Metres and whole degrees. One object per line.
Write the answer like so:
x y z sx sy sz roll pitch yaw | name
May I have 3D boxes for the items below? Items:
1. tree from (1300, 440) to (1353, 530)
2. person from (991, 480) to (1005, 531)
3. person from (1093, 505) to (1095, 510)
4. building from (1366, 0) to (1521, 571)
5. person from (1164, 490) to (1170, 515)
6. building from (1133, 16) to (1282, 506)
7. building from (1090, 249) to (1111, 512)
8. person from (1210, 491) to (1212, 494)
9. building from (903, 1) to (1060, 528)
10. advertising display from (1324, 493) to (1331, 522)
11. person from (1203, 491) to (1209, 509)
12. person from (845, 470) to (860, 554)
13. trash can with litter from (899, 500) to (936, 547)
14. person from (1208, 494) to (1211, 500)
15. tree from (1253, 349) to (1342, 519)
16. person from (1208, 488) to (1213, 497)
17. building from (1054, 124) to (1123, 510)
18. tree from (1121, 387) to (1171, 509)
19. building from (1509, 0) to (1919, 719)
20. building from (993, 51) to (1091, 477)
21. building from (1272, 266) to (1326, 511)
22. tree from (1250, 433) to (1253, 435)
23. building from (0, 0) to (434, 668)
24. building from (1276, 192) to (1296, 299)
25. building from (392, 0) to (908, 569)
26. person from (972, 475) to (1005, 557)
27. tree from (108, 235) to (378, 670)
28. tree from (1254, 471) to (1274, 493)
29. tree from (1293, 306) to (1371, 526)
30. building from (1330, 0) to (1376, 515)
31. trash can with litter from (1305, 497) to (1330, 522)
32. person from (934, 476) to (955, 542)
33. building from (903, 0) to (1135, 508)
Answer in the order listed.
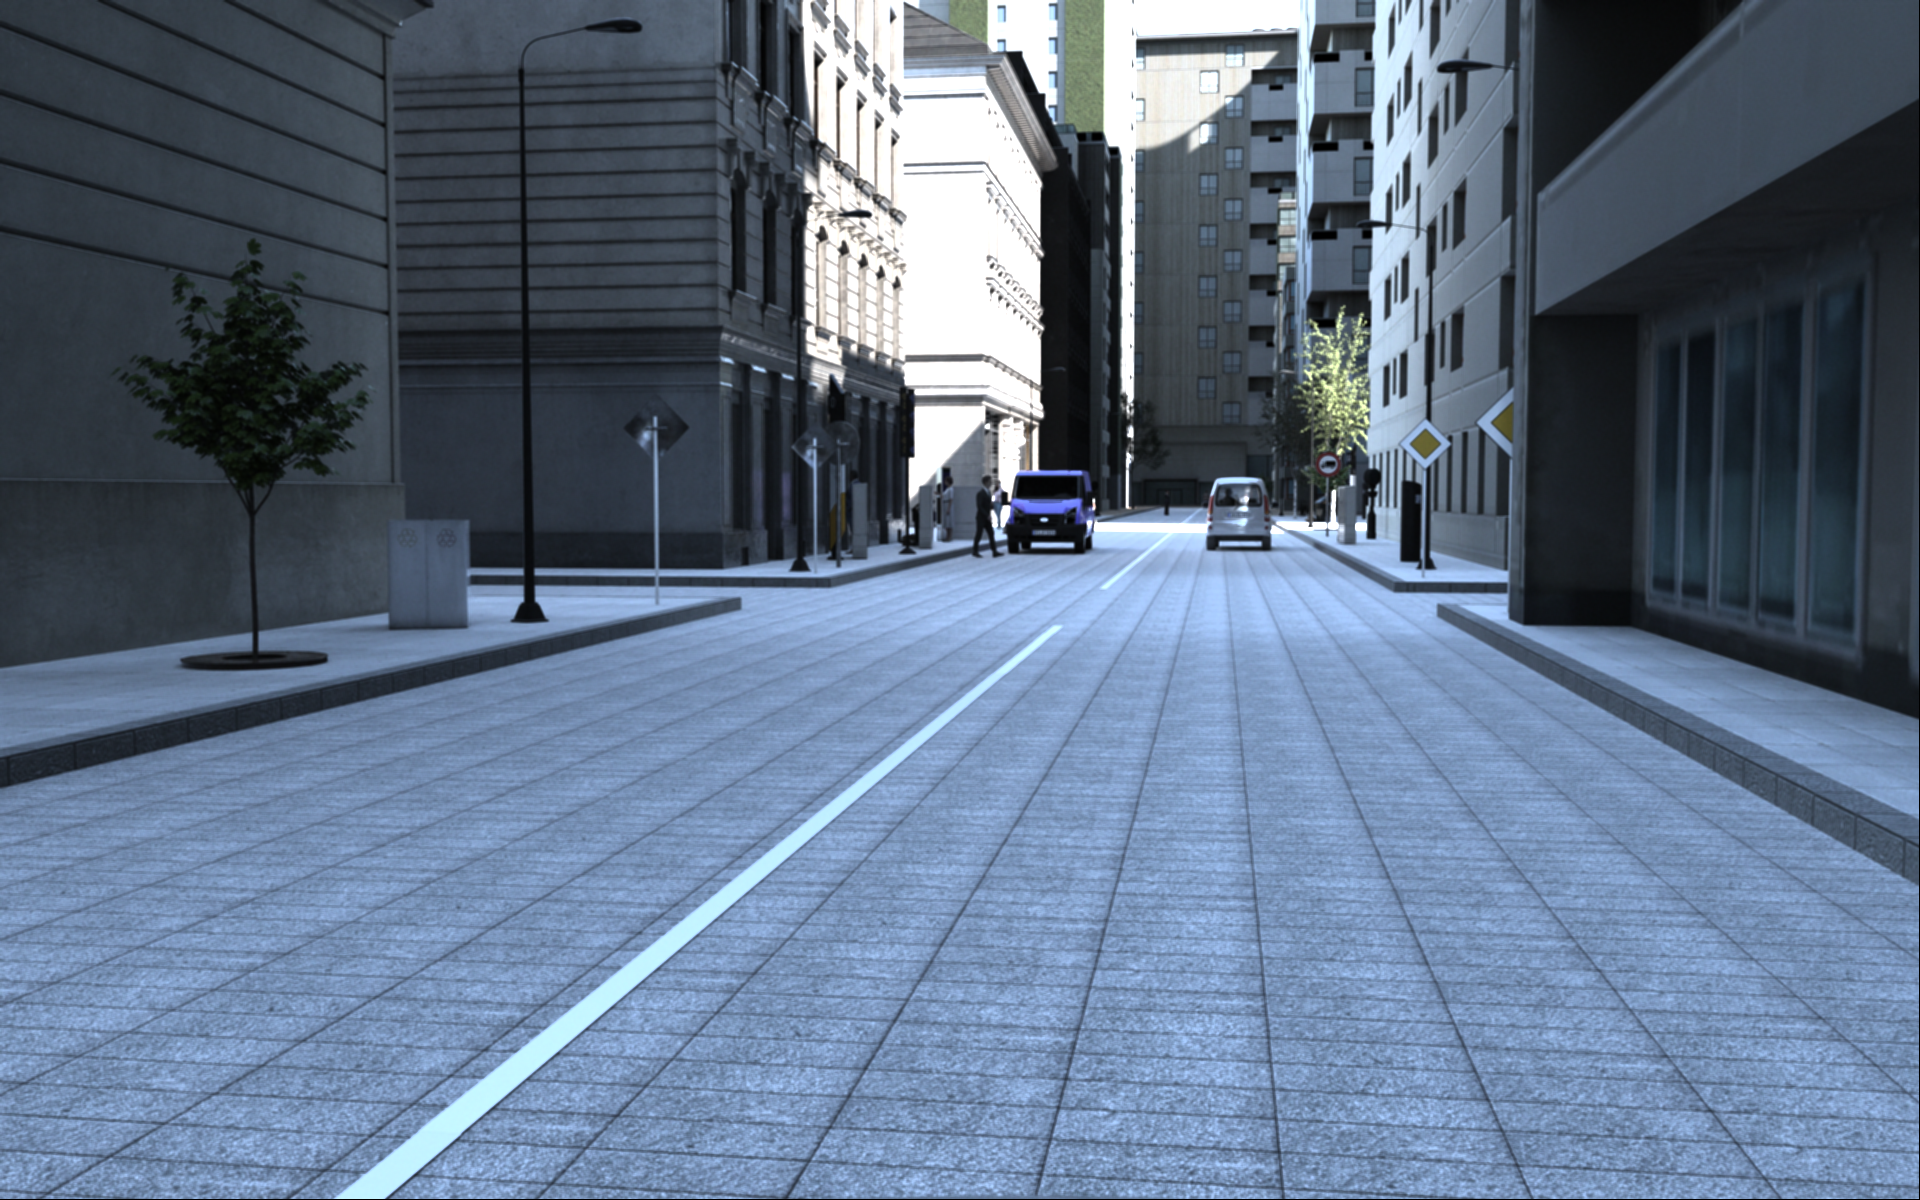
13.202 -4.100 61.633 1.663 3.219 1.824 0 3 0 | tree
1.338 -3.261 59.943 0.643 1.750 0.593 -3 5 -44 | person
5.595 -3.893 74.741 0.503 1.515 0.523 1 4 15 | person
25.446 -11.917 39.879 28.899 21.520 27.650 1 4 8 | building
14.001 -6.565 116.635 0.445 1.727 0.742 0 4 -6 | person
28.547 -37.280 198.762 27.495 52.752 28.713 1 4 8 | building
-4.435 -16.754 118.962 27.650 21.520 28.899 1 4 8 | building
22.601 -8.950 155.500 0.621 1.740 0.551 -2 4 -28 | person
-3.248 -13.240 67.384 10.553 20.767 40.483 1 4 8 | building
17.151 -4.624 80.821 0.123 1.923 0.974 0 4 -2 | advertising display
24.095 -9.792 169.128 0.617 1.759 0.750 2 4 24 | person
-2.269 -1.899 37.267 0.419 1.800 0.721 1 4 8 | person
-1.077 -1.901 42.472 1.055 1.170 0.624 3 5 45 | trash can with litter
21.246 -8.320 145.471 0.756 1.711 0.436 -1 4 -10 | person
17.411 -8.449 88.502 4.360 8.622 3.978 0 3 0 | tree
16.341 -6.355 112.276 0.599 1.838 0.709 1 4 11 | person
5.577 -22.459 138.899 14.160 30.474 14.107 1 4 8 | building
14.753 -13.233 150.776 7.601 10.594 8.767 0 4 -2 | tree
14.615 -23.281 4.347 21.300 48.544 21.600 1 4 8 | building
0.472 -16.258 95.496 12.332 23.373 15.834 1 4 8 | building
40.531 -18.287 144.031 27.650 21.520 28.899 1 4 8 | building
18.534 -8.930 96.373 4.360 8.622 3.978 0 3 0 | tree
-21.254 -11.014 13.356 30.059 22.955 16.112 1 4 8 | building
37.447 -24.162 166.748 14.160 30.474 14.107 1 4 8 | building
-7.346 -11.571 38.344 9.793 20.994 18.267 1 4 8 | building
0.627 -1.888 39.143 0.755 1.850 0.659 2 4 27 | person
-5.197 -1.127 13.024 1.663 3.219 1.824 0 3 0 | tree
25.429 -9.251 145.855 1.663 3.219 1.824 0 3 0 | tree
15.049 -7.248 68.862 4.737 8.622 4.395 0 3 0 | tree
36.607 -32.169 115.207 28.713 52.752 27.495 1 4 8 | building
16.293 -4.131 78.934 1.055 1.170 0.624 -2 4 -27 | trash can with litter
-0.399 -2.422 46.217 0.524 1.755 0.480 -1 4 -17 | person
2.568 -38.249 167.367 28.212 58.520 21.231 1 4 8 | building
